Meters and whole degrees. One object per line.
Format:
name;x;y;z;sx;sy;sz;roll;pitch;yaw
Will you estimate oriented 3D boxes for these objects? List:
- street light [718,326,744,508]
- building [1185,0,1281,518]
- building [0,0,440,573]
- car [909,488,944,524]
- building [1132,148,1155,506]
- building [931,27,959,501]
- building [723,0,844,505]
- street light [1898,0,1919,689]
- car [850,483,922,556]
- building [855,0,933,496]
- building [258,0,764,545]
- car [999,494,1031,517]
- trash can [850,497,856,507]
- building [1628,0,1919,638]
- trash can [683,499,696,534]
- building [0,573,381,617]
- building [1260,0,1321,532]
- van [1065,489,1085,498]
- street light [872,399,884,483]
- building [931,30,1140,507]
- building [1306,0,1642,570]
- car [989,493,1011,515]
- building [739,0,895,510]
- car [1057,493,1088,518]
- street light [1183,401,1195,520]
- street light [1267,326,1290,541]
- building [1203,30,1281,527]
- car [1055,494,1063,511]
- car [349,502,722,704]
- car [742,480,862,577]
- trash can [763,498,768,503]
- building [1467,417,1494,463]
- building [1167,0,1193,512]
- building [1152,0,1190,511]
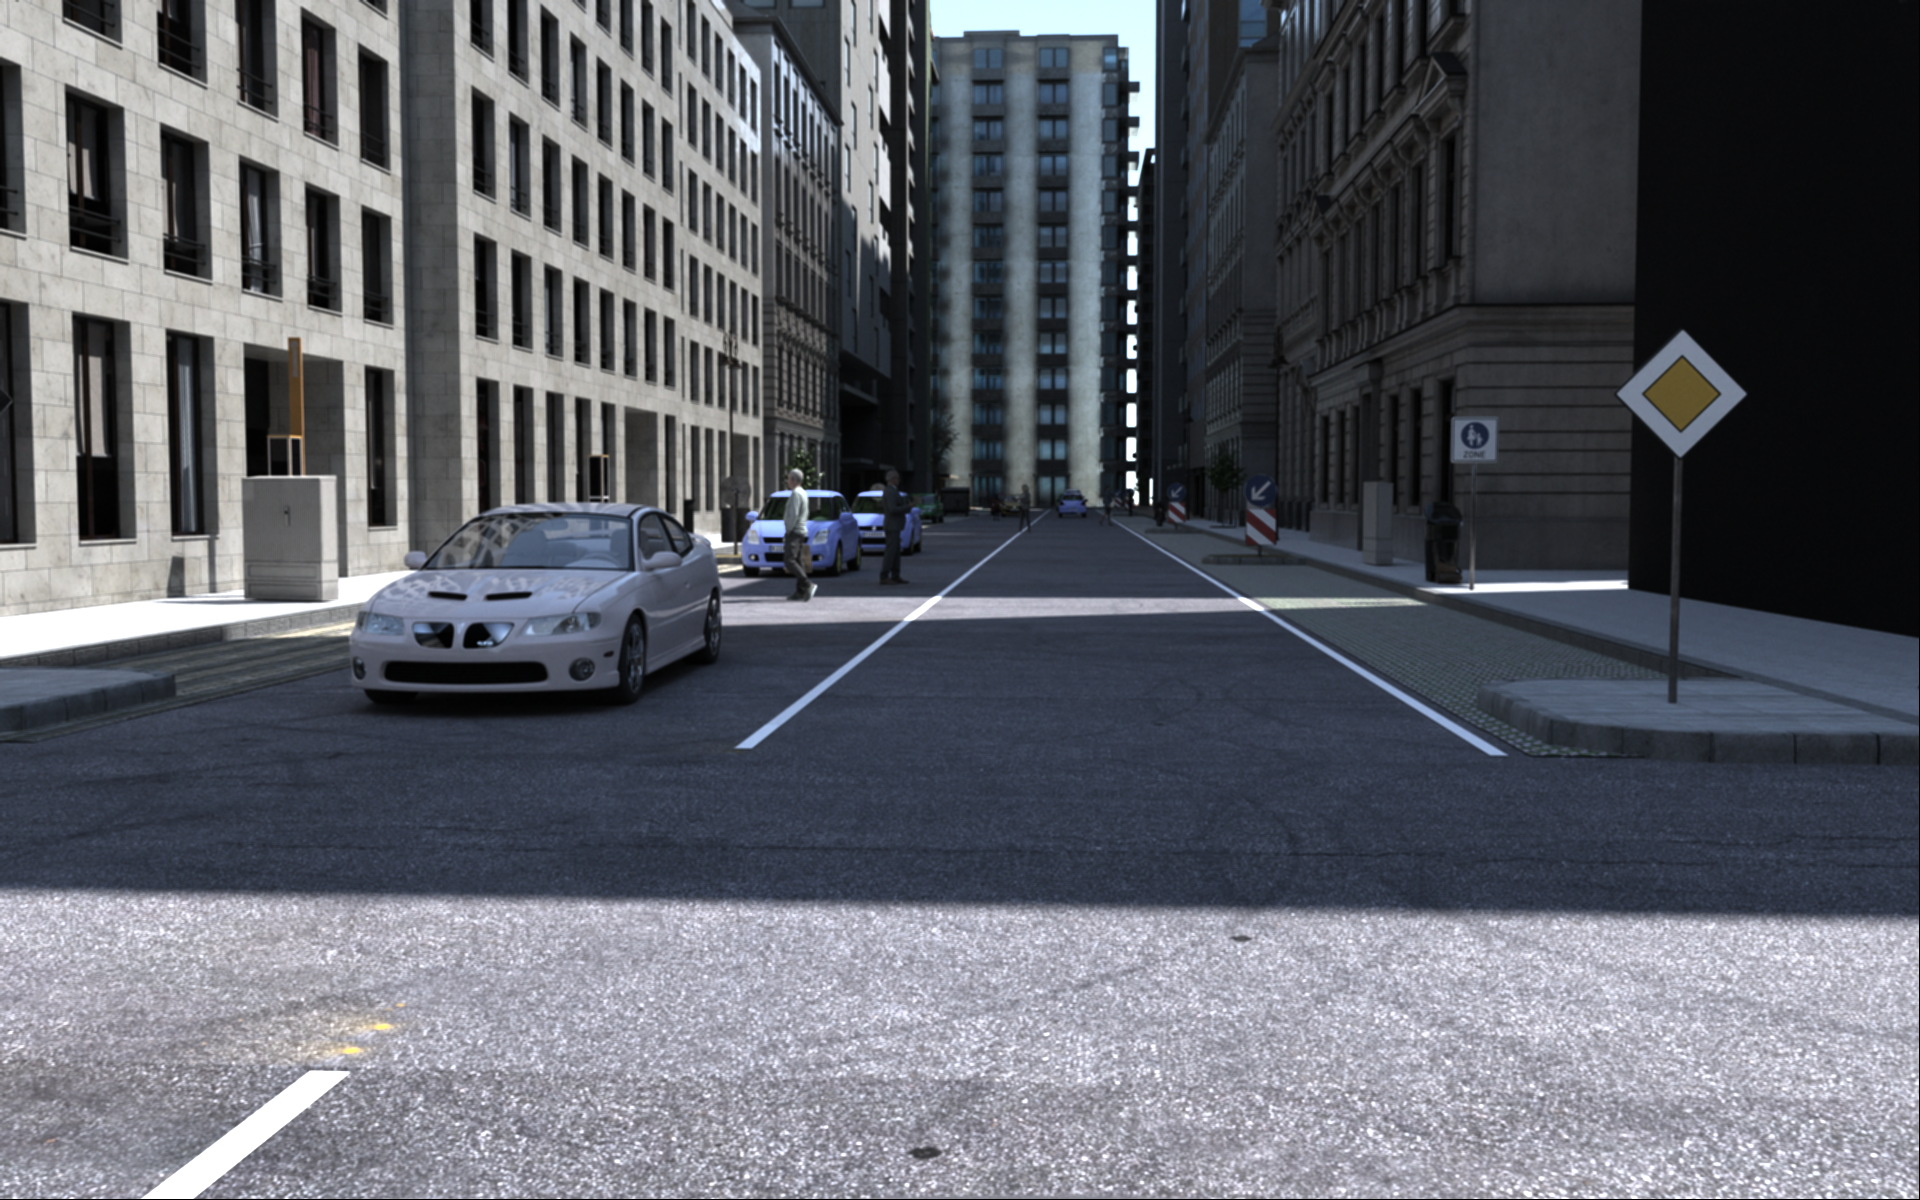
street light;-6.331;-4.597;47.948;0.468;5.910;1.993;0;4;4
building;19.734;-27.091;93.047;14.600;45.320;14.200;0;4;4
building;-13.069;-11.175;37.464;10.420;20.320;16.860;0;4;4
car;-1.821;-4.627;84.447;1.959;1.807;4.718;0;4;5
building;30.757;-30.134;184.565;23.993;40.220;32.217;0;4;4
building;-15.215;-30.394;151.568;28.867;44.769;22.147;0;4;4
building;-10.855;-13.658;72.452;9.793;20.994;18.267;0;4;4
street light;6.401;-2.349;11.200;0.468;5.910;1.993;0;4;4
car;-1.866;-1.951;41.489;1.945;1.707;3.694;0;4;3
building;-9.490;-26.742;120.823;14.154;41.232;14.086;0;4;4
building;-12.845;-12.206;54.312;10.420;20.320;16.860;0;4;4
car;3.464;-6.029;108.798;2.015;1.641;3.980;0;4;3
trash can;-5.048;-4.507;85.339;0.748;1.137;0.748;0;3;0
building;16.557;-11.405;16.142;15.834;23.373;12.332;0;4;4
trash can;-7.517;-2.156;46.910;0.748;1.137;0.748;0;3;0
building;-14.927;-10.151;20.720;10.420;20.320;16.860;0;4;4
building;16.399;-13.938;56.766;11.050;23.489;19.941;0;4;4
van;10.175;-9.087;155.586;2.013;2.044;4.112;0;4;6
street light;-3.959;-6.814;84.201;0.468;5.910;1.993;0;4;4
building;3.321;-34.386;181.817;30.456;49.044;23.786;0;4;4
building;13.680;-10.571;37.456;10.561;19.102;19.286;0;4;4
car;3.068;-6.701;118.602;2.155;1.783;4.494;0;4;4
building;-18.494;-31.254;100.248;28.713;52.752;27.495;0;4;4
car;6.904;-5.926;106.483;1.945;1.707;3.694;0;4;3
street light;11.220;-6.866;85.049;0.468;5.910;1.993;0;4;4
street light;8.748;-4.584;47.736;0.468;5.910;1.993;0;4;4
building;16.226;-13.883;76.133;9.793;20.994;18.267;0;4;4
car;8.888;-8.255;143.759;1.959;1.807;4.718;0;4;3
car;-3.056;-0.060;13.348;2.083;1.381;4.827;0;4;3
car;-2.824;-1.325;31.253;1.945;1.707;3.694;0;4;5
trash can;-6.303;-2.872;58.611;0.748;1.137;0.748;0;3;0
building;52.925;-23.189;150.845;14.107;30.474;14.160;0;4;4
building;26.391;-30.324;115.408;23.786;49.044;30.456;0;4;4
building;26.789;-36.860;144.656;21.231;58.520;28.212;0;4;4
